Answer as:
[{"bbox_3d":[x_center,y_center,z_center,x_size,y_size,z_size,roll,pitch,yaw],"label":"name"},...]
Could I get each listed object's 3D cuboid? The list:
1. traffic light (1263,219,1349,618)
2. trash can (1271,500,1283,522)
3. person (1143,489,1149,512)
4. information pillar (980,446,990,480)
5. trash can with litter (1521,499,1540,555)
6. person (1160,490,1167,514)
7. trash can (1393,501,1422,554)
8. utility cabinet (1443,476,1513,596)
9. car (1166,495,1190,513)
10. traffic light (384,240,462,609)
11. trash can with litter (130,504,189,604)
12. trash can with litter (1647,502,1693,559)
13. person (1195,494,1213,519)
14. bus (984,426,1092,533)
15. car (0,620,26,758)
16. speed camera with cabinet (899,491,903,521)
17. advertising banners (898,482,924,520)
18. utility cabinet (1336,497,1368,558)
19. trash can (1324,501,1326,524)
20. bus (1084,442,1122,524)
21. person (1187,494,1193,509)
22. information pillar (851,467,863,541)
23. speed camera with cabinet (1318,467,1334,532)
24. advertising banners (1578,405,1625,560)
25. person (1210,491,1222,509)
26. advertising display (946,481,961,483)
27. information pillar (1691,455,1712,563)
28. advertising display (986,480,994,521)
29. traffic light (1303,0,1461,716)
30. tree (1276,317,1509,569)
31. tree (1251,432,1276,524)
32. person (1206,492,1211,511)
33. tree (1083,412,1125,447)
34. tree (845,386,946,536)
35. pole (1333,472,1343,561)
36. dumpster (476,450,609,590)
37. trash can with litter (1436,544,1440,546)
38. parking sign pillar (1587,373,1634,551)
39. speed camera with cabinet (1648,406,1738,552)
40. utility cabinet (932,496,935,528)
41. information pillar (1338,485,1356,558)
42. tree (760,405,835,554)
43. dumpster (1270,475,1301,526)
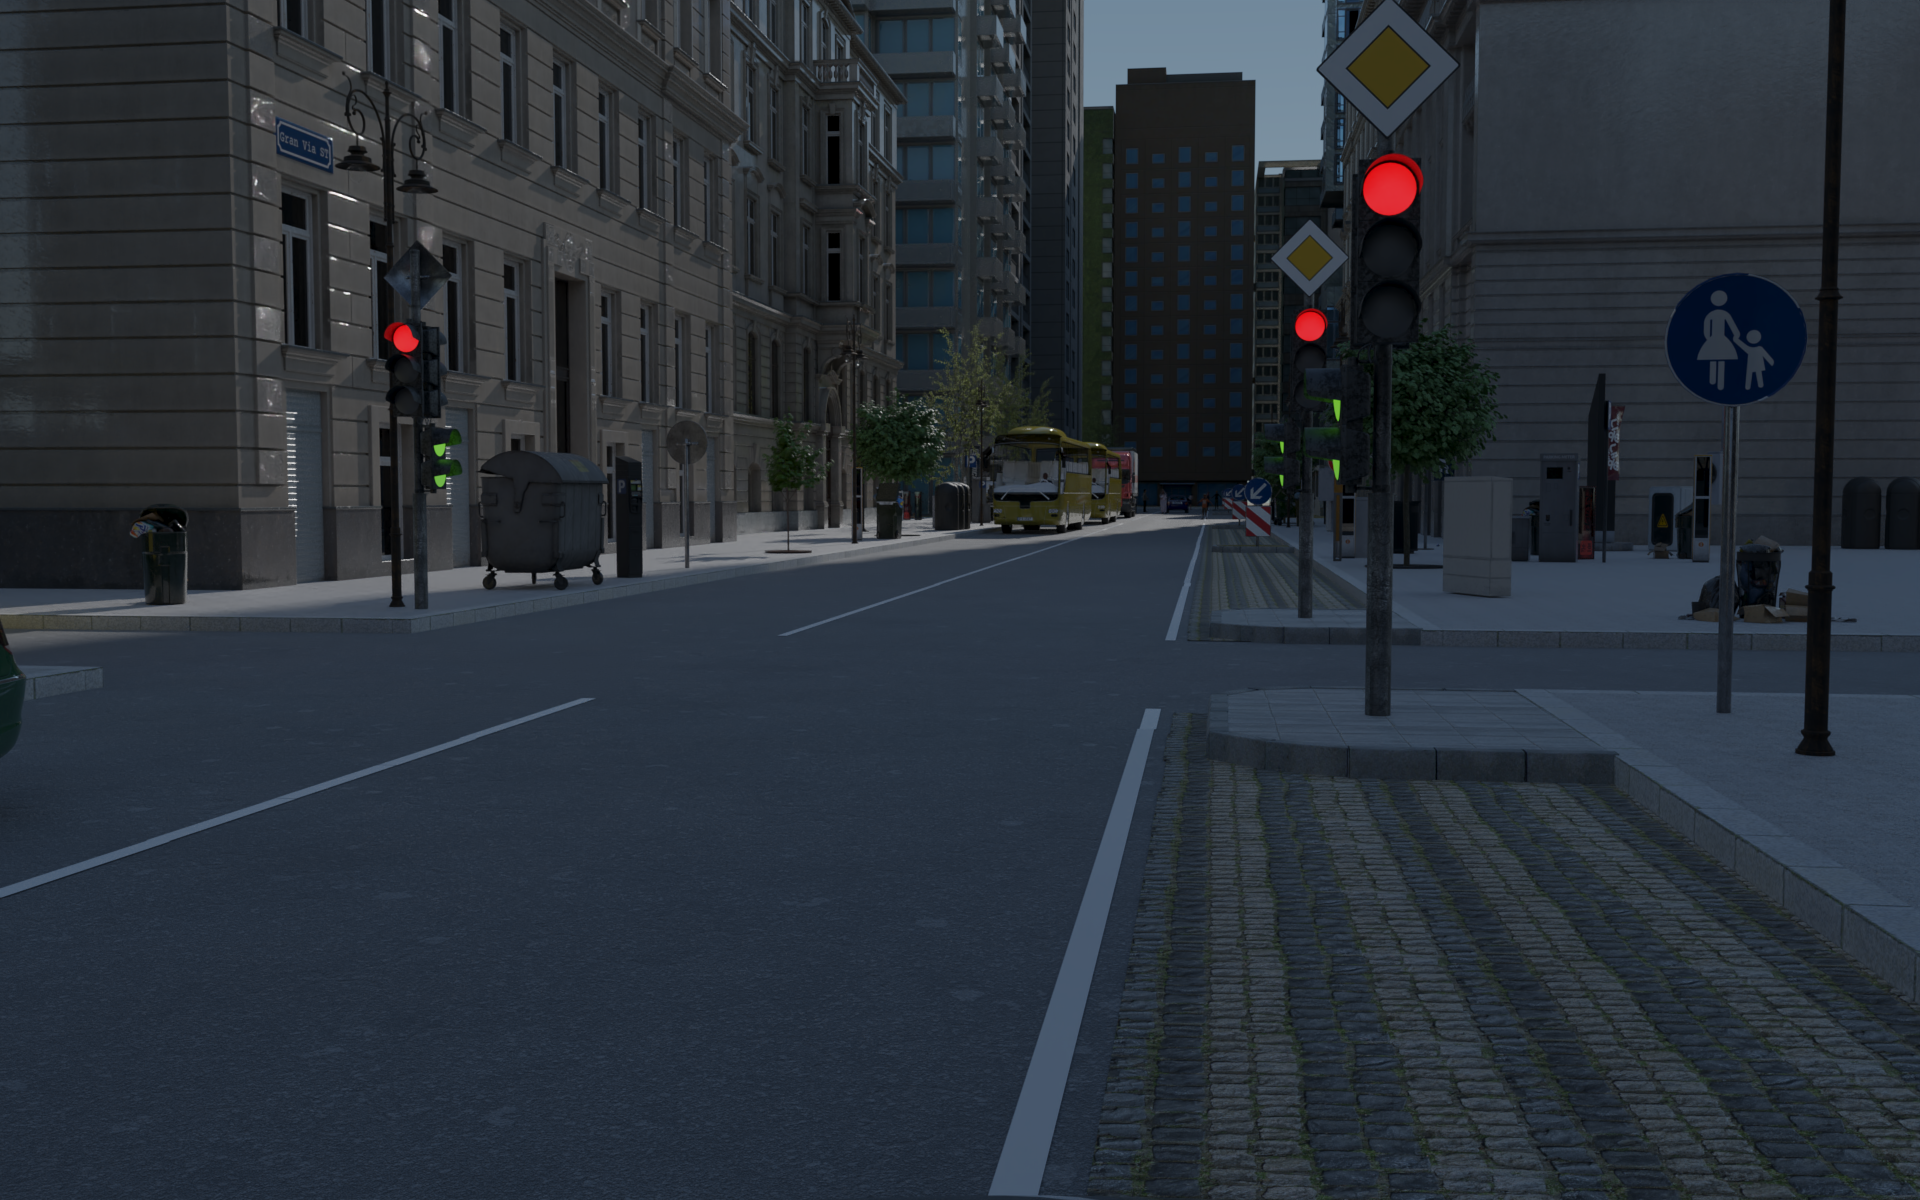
[{"bbox_3d":[3.563,-1.770,17.855,0.839,4.253,0.868,1,4,8],"label":"traffic light"},{"bbox_3d":[14.820,-4.236,80.904,0.748,1.137,0.748,0,3,0],"label":"trash can"},{"bbox_3d":[14.613,-7.832,136.555,0.705,1.823,1.348,2,4,23],"label":"person"},{"bbox_3d":[1.236,-5.658,83.870,0.504,3.616,0.183,1,4,17],"label":"information pillar"},{"bbox_3d":[12.280,-1.533,36.452,0.624,1.170,1.055,3,4,38],"label":"trash can with litter"},{"bbox_3d":[14.710,-7.107,125.375,0.551,1.740,0.621,0,4,-7],"label":"person"},{"bbox_3d":[9.561,-1.570,37.322,0.748,1.137,0.748,0,3,0],"label":"trash can"},{"bbox_3d":[6.550,-0.809,21.914,0.318,1.500,1.173,-1,4,-13],"label":"utility cabinet"},{"bbox_3d":[16.495,-7.281,131.622,1.945,1.354,3.894,0,4,6],"label":"car"},{"bbox_3d":[-6.000,-1.854,19.229,0.839,4.253,0.868,1,4,8],"label":"traffic light"},{"bbox_3d":[-9.393,-0.547,20.338,0.624,1.170,1.055,-2,4,-25],"label":"trash can with litter"},{"bbox_3d":[14.186,-1.398,34.239,1.055,1.170,0.624,1,4,14],"label":"trash can with litter"},{"bbox_3d":[13.794,-5.257,97.718,1.065,1.426,0.557,2,4,24],"label":"person"},{"bbox_3d":[3.258,-4.590,66.601,2.896,3.916,12.252,1,4,10],"label":"bus"},{"bbox_3d":[-5.261,0.378,5.618,2.131,1.459,4.920,0,4,8],"label":"car"},{"bbox_3d":[-3.642,-5.457,83.557,2.038,3.252,0.660,3,5,43],"label":"speed camera with cabinet"},{"bbox_3d":[-2.611,-5.468,85.589,2.074,3.025,0.090,3,5,40],"label":"advertising banners"},{"bbox_3d":[8.086,-1.452,34.895,1.020,1.237,0.306,0,4,7],"label":"utility cabinet"},{"bbox_3d":[15.019,-3.569,70.004,0.748,1.137,0.748,0,3,0],"label":"trash can"},{"bbox_3d":[6.397,-5.761,85.744,2.896,3.916,12.252,1,4,8],"label":"bus"},{"bbox_3d":[20.865,-8.879,156.867,0.799,1.438,0.628,2,4,28],"label":"person"},{"bbox_3d":[-2.842,-2.647,47.775,0.304,2.012,0.304,0,4,-2],"label":"information pillar"},{"bbox_3d":[12.778,-3.968,59.218,0.660,3.252,2.038,2,4,27],"label":"speed camera with cabinet"},{"bbox_3d":[12.221,-2.304,33.857,2.074,3.025,0.090,-2,4,-26],"label":"advertising banners"},{"bbox_3d":[23.661,-9.233,159.982,1.217,1.766,0.721,-2,4,-26],"label":"person"},{"bbox_3d":[-0.351,-5.029,87.431,0.974,1.923,0.123,3,5,42],"label":"advertising display"},{"bbox_3d":[13.923,-1.714,32.514,0.304,2.012,0.304,1,4,20],"label":"information pillar"},{"bbox_3d":[1.470,-4.678,81.693,0.974,1.923,0.123,-2,4,-35],"label":"advertising display"},{"bbox_3d":[2.410,-1.286,9.953,0.839,4.253,0.868,1,4,8],"label":"traffic light"},{"bbox_3d":[7.822,-2.848,30.272,4.285,4.588,4.351,0,3,0],"label":"tree"},{"bbox_3d":[14.097,-5.600,75.279,4.285,4.588,4.351,0,3,0],"label":"tree"},{"bbox_3d":[20.841,-8.288,145.481,0.415,1.643,0.593,0,4,8],"label":"person"},{"bbox_3d":[12.795,-12.363,152.501,4.737,8.622,4.395,0,3,0],"label":"tree"},{"bbox_3d":[-1.909,-4.239,53.017,4.285,4.588,4.351,0,3,0],"label":"tree"},{"bbox_3d":[7.213,-2.395,32.995,0.158,3.312,0.155,0,3,0],"label":"pole"},{"bbox_3d":[-5.718,-1.102,23.772,1.264,1.857,1.865,1,4,8],"label":"dumpster"},{"bbox_3d":[12.506,-1.915,42.365,1.678,1.210,2.233,0,4,7],"label":"trash can with litter"},{"bbox_3d":[14.584,-3.113,39.371,1.447,3.967,1.447,1,4,11],"label":"parking sign pillar"},{"bbox_3d":[16.217,-2.692,38.351,0.660,3.252,2.038,-1,4,-22],"label":"speed camera with cabinet"},{"bbox_3d":[-0.532,-3.359,66.075,1.020,1.237,0.306,1,4,22],"label":"utility cabinet"},{"bbox_3d":[7.728,-1.840,34.584,0.304,2.012,0.304,0,4,3],"label":"information pillar"},{"bbox_3d":[-3.759,-2.626,37.542,1.663,3.219,1.824,0,3,0],"label":"tree"},{"bbox_3d":[13.372,-4.147,70.293,1.502,2.255,1.985,1,4,8],"label":"dumpster"}]
